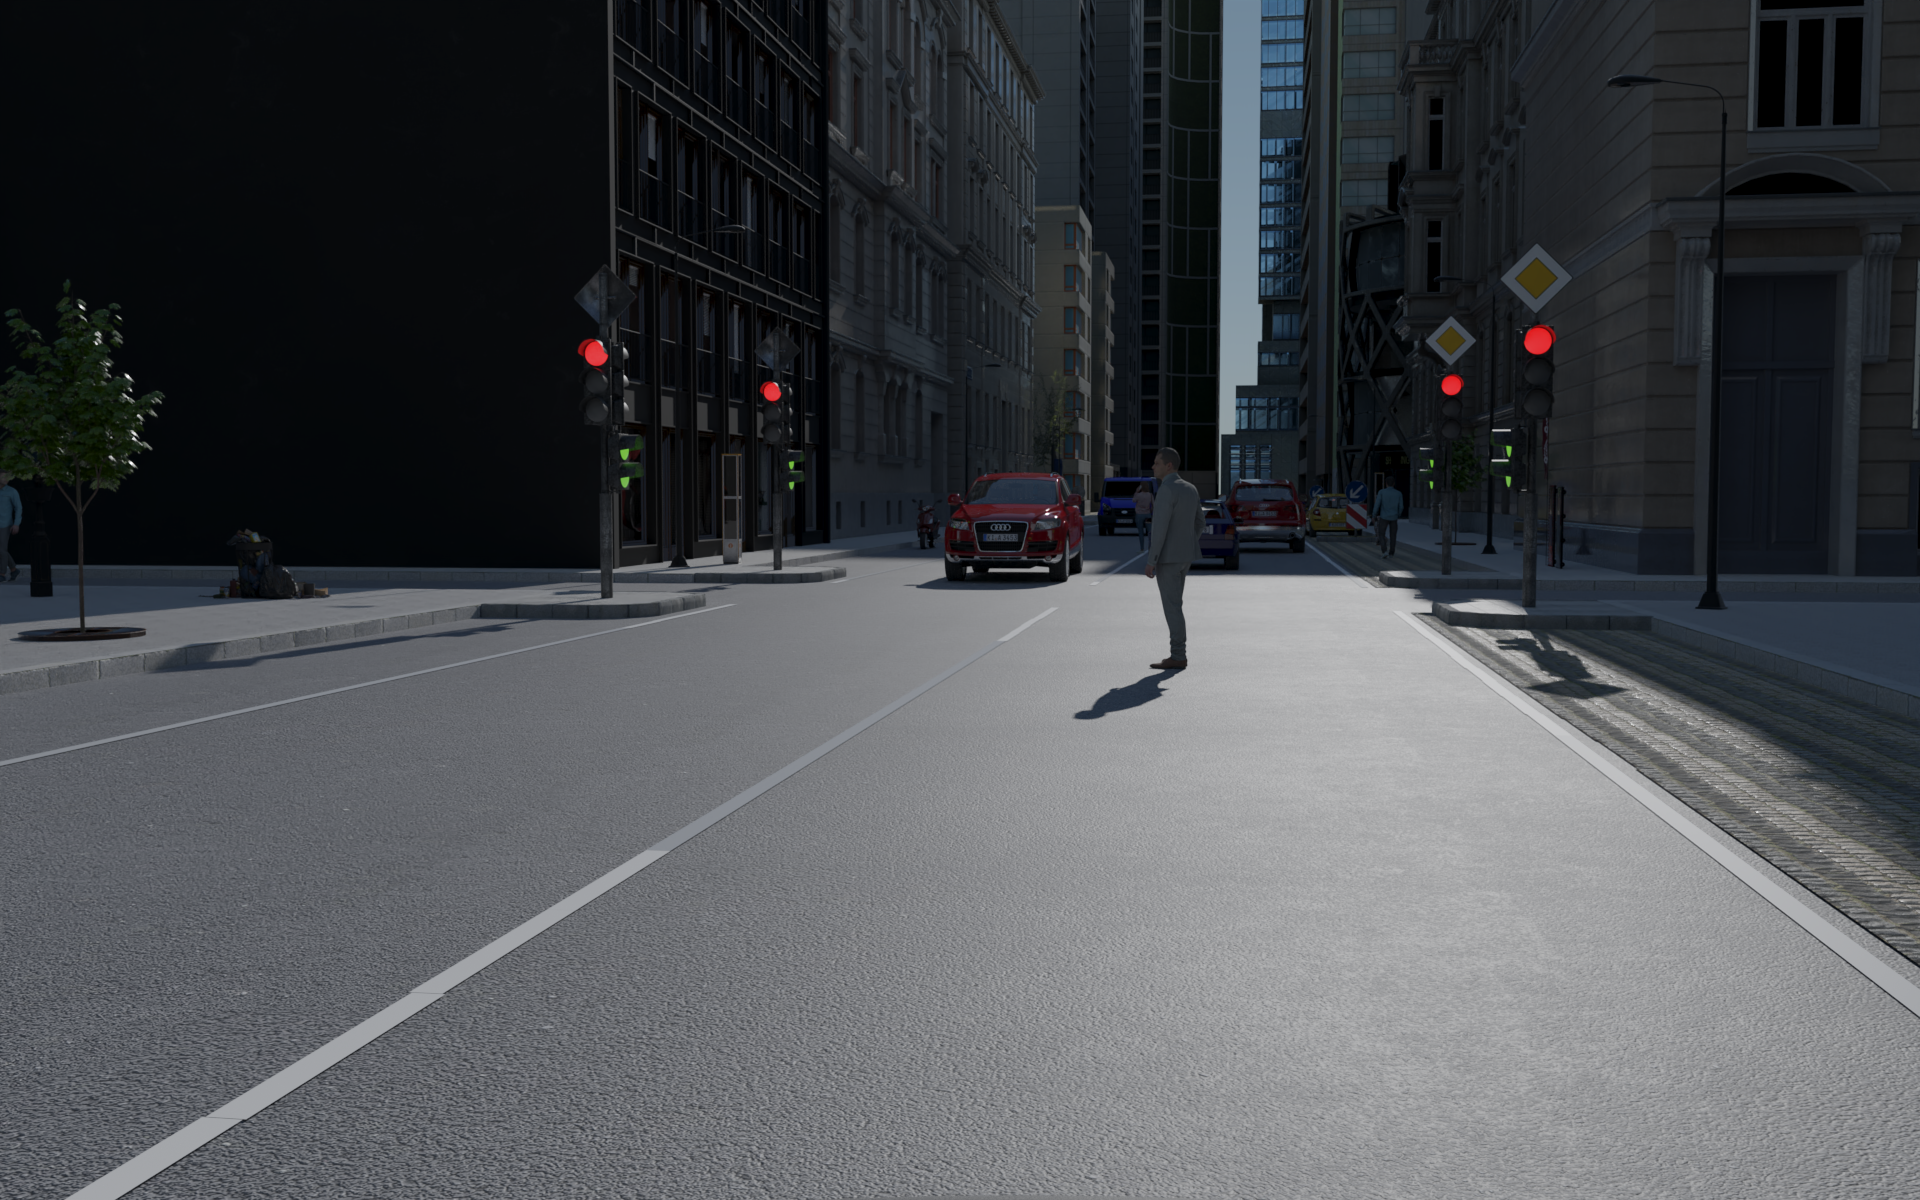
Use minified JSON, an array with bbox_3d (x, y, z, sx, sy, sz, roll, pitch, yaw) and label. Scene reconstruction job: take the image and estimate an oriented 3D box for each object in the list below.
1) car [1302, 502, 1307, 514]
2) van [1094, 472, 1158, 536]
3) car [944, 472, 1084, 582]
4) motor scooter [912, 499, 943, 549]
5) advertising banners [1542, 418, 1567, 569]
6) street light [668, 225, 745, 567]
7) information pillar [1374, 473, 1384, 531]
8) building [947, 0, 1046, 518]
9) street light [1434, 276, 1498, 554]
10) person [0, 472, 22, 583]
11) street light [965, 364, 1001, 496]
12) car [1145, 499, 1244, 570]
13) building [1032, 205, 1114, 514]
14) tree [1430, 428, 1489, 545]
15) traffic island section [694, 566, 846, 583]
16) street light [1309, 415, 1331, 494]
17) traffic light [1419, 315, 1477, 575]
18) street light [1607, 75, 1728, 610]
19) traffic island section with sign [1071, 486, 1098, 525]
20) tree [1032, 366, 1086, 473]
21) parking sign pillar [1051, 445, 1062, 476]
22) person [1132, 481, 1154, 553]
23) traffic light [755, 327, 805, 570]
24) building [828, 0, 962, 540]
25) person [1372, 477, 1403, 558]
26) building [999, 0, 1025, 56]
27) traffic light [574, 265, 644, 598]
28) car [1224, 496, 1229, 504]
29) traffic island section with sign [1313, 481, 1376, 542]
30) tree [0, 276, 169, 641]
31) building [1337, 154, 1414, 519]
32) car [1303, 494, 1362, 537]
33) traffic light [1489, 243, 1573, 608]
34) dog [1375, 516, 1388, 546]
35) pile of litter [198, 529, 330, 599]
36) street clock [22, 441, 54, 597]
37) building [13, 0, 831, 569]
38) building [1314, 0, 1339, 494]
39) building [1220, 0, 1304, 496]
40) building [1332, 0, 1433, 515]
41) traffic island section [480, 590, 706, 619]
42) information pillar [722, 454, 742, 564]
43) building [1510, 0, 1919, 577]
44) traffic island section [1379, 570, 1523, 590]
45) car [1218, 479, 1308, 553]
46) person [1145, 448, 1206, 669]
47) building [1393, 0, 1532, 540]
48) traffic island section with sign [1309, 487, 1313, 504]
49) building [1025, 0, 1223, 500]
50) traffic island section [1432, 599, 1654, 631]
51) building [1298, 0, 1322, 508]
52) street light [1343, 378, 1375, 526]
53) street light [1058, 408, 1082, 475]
[{"bbox_3d":[20.087,-5.654,105.024,1.945,1.354,3.894,1,4,9],"label":"car"},{"bbox_3d":[5.989,-3.466,61.058,2.240,2.365,5.245,1,4,10],"label":"van"},{"bbox_3d":[1.015,-1.311,30.111,2.281,1.827,5.304,1,4,8],"label":"car"},{"bbox_3d":[-0.839,-2.005,45.566,0.815,1.314,1.986,0,4,8],"label":"motor scooter"},{"bbox_3d":[10.452,-2.100,30.517,0.090,3.025,2.074,1,4,9],"label":"advertising banners"},{"bbox_3d":[-4.403,-3.524,30.166,1.470,5.913,1.316,1,4,9],"label":"street light"},{"bbox_3d":[14.545,-3.402,60.116,0.304,2.012,0.304,1,4,11],"label":"information pillar"},{"bbox_3d":[-3.514,-17.372,81.296,12.463,27.353,25.104,1,4,9],"label":"building"},{"bbox_3d":[10.791,-3.941,36.973,1.470,5.913,1.316,1,4,9],"label":"street light"},{"bbox_3d":[-15.447,-1.204,28.055,0.638,1.841,0.748,1,4,18],"label":"person"},{"bbox_3d":[0.766,-5.463,61.856,1.470,5.913,1.316,1,4,9],"label":"street light"},{"bbox_3d":[4.600,-1.312,34.040,1.945,1.354,3.894,0,4,8],"label":"car"},{"bbox_3d":[-4.206,-16.832,120.245,27.650,21.520,28.899,1,4,9],"label":"building"},{"bbox_3d":[12.654,-3.001,43.674,1.663,3.219,1.824,0,3,0],"label":"tree"},{"bbox_3d":[-3.100,-0.428,29.275,2.009,0.180,2.903,1,4,9],"label":"traffic island section"},{"bbox_3d":[21.077,-7.880,101.377,1.470,5.913,1.316,1,4,9],"label":"street light"},{"bbox_3d":[7.712,-2.354,27.411,0.839,4.253,0.868,1,4,9],"label":"traffic light"},{"bbox_3d":[7.872,-2.859,19.284,1.470,5.913,1.316,1,4,9],"label":"street light"},{"bbox_3d":[5.534,-4.394,80.469,1.989,1.847,2.006,1,4,9],"label":"traffic island section with sign"},{"bbox_3d":[4.986,-9.075,98.739,4.360,8.622,3.978,0,3,0],"label":"tree"},{"bbox_3d":[5.310,-6.527,95.186,1.447,3.967,1.447,1,4,12],"label":"parking sign pillar"},{"bbox_3d":[4.508,-1.996,41.720,0.593,1.750,0.643,-1,4,-21],"label":"person"},{"bbox_3d":[-3.062,-2.460,29.134,0.839,4.253,0.868,1,4,9],"label":"traffic light"},{"bbox_3d":[-8.294,-16.509,57.306,14.401,28.519,23.554,1,4,9],"label":"building"},{"bbox_3d":[9.511,-1.832,38.467,0.660,1.820,0.620,0,4,-2],"label":"person"},{"bbox_3d":[6.903,-44.617,167.746,20.611,71.187,20.563,1,4,9],"label":"building"},{"bbox_3d":[-4.339,-1.977,21.252,0.839,4.253,0.868,1,4,9],"label":"traffic light"},{"bbox_3d":[16.906,-5.724,106.168,1.945,1.354,3.894,1,4,9],"label":"car"},{"bbox_3d":[11.722,-2.648,51.919,1.989,1.847,2.006,1,4,9],"label":"traffic island section with sign"},{"bbox_3d":[-7.944,-1.285,15.604,1.663,3.219,1.824,0,3,0],"label":"tree"},{"bbox_3d":[28.578,-13.718,91.739,16.820,18.784,16.811,1,4,9],"label":"building"},{"bbox_3d":[12.496,-2.928,58.096,2.015,1.641,3.980,0,4,8],"label":"car"},{"bbox_3d":[6.434,-1.872,19.528,0.839,4.253,0.868,1,4,9],"label":"traffic light"},{"bbox_3d":[11.585,-1.907,48.016,0.513,0.831,0.800,3,5,41],"label":"dog"},{"bbox_3d":[-8.664,-0.466,21.591,1.719,0.858,1.176,2,4,32],"label":"pile of litter"},{"bbox_3d":[-11.473,-1.040,21.577,0.471,2.002,0.358,2,4,34],"label":"street clock"},{"bbox_3d":[-10.710,-12.720,37.644,12.332,23.373,15.834,1,4,9],"label":"building"},{"bbox_3d":[33.072,-28.985,124.009,14.600,45.320,14.200,1,4,9],"label":"building"},{"bbox_3d":[45.075,-53.789,192.113,31.000,86.520,22.319,1,4,9],"label":"building"},{"bbox_3d":[30.898,-26.058,109.647,14.154,41.232,14.086,1,4,9],"label":"building"},{"bbox_3d":[-4.377,0.054,21.393,2.009,0.180,2.903,1,4,9],"label":"traffic island section"},{"bbox_3d":[-4.185,-1.670,31.793,0.304,2.012,0.304,0,4,4],"label":"information pillar"},{"bbox_3d":[21.345,-15.003,31.202,20.117,28.700,13.634,1,4,9],"label":"building"},{"bbox_3d":[7.750,-0.320,27.519,2.009,0.180,2.903,1,4,9],"label":"traffic island section"},{"bbox_3d":[7.684,-2.157,43.944,2.281,1.827,5.304,1,4,9],"label":"car"},{"bbox_3d":[1.755,-0.345,14.242,0.391,1.810,0.635,2,4,26],"label":"person"},{"bbox_3d":[22.713,-14.748,60.222,14.460,24.649,34.723,1,4,9],"label":"building"},{"bbox_3d":[16.027,-4.275,78.530,1.989,1.847,2.006,1,4,9],"label":"traffic island section with sign"},{"bbox_3d":[19.125,-46.338,195.880,20.611,71.187,20.563,1,4,9],"label":"building"},{"bbox_3d":[6.472,0.162,19.636,2.009,0.180,2.903,1,4,9],"label":"traffic island section"},{"bbox_3d":[43.176,-32.946,162.373,21.300,48.544,21.600,1,4,9],"label":"building"},{"bbox_3d":[16.011,-5.920,69.338,1.470,5.913,1.316,1,4,9],"label":"street light"},{"bbox_3d":[5.900,-7.401,93.552,1.470,5.913,1.316,1,4,9],"label":"street light"}]
